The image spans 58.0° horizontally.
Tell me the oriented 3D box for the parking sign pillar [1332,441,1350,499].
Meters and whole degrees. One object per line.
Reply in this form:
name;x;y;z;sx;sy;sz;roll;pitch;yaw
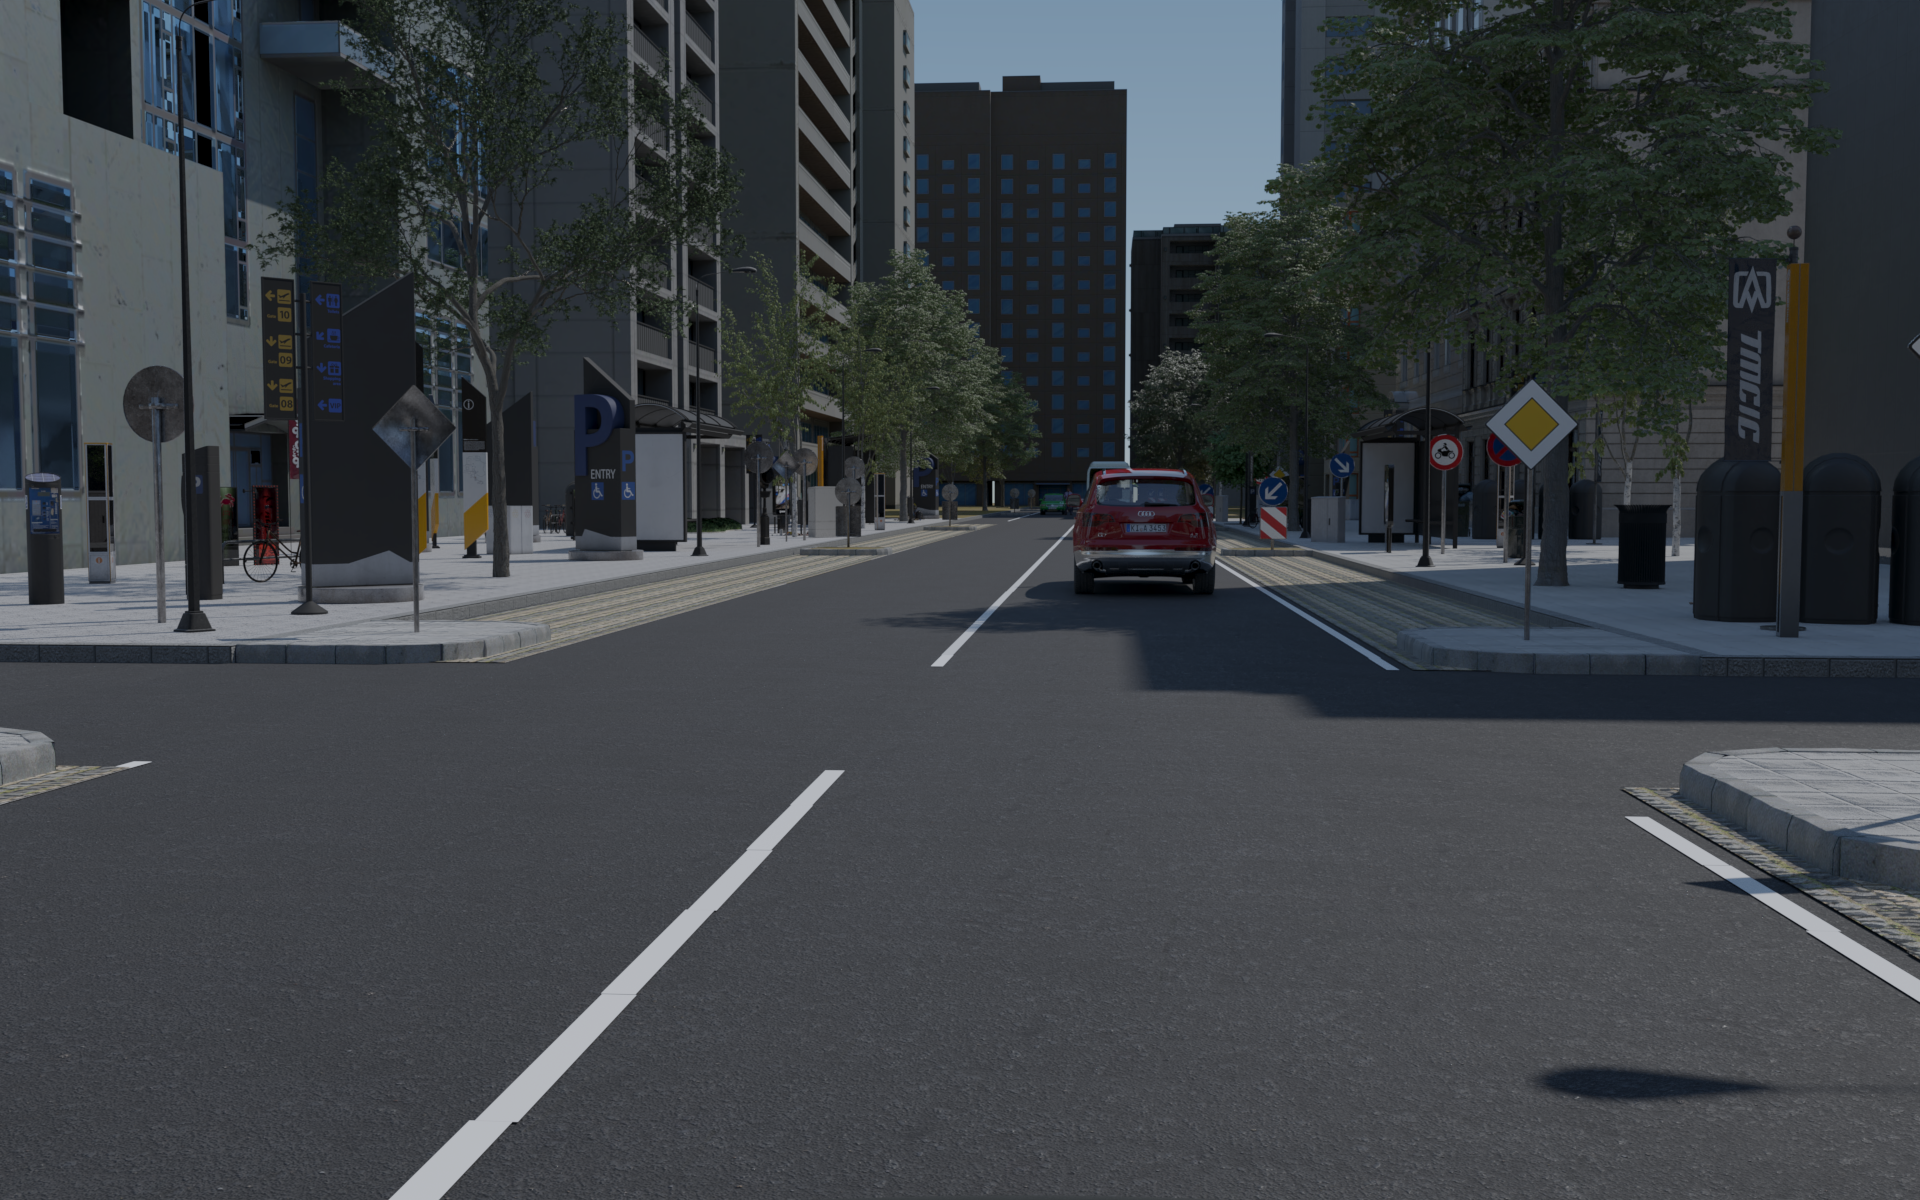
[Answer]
parking sign pillar;19.209;-6.047;87.333;1.447;3.967;1.447;2;4;34

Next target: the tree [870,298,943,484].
tree;-3.363;-6.963;64.205;4.737;8.622;4.395;0;3;0

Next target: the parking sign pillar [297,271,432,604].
parking sign pillar;-7.225;-1.977;20.789;1.447;3.967;1.447;-3;5;-39

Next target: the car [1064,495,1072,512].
car;8.347;-7.958;142.685;1.945;1.354;3.894;0;4;6

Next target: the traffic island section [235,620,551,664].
traffic island section;-5.058;0.380;16.061;2.009;0.180;2.903;0;4;5

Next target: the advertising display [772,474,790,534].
advertising display;-5.831;-3.136;56.482;0.123;1.923;0.974;2;4;23

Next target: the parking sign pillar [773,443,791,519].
parking sign pillar;-9.327;-6.131;88.709;1.447;3.967;1.447;0;4;-5

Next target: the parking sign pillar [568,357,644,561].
parking sign pillar;-6.916;-2.767;33.719;1.447;3.967;1.447;3;4;36

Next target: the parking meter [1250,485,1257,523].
parking meter;12.878;-4.329;76.487;0.399;1.863;0.255;0;4;1

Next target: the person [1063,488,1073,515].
person;7.306;-6.639;116.921;0.709;1.838;0.599;1;4;9

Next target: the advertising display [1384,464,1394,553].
advertising display;9.402;-2.004;37.982;0.123;1.923;0.974;1;4;9

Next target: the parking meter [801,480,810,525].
parking meter;-6.410;-4.051;71.946;0.255;1.863;0.399;1;4;16

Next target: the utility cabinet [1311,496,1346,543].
utility cabinet;9.776;-2.132;46.017;0.306;1.237;1.020;-2;4;-32

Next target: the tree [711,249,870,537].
tree;-5.156;-6.174;51.314;4.737;8.622;4.395;0;3;0

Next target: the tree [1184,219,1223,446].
tree;11.392;-8.630;59.223;7.486;12.596;7.792;0;3;0

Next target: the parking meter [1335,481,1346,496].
parking meter;16.701;-4.302;76.053;0.399;1.863;0.255;-2;4;-25

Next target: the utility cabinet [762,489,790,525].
utility cabinet;-7.617;-3.855;71.704;1.173;1.500;0.318;1;4;21

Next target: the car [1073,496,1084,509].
car;10.002;-8.657;153.899;2.083;1.381;4.827;0;4;6

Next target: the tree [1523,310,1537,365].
tree;15.324;-5.475;39.872;4.737;8.622;4.395;0;3;0

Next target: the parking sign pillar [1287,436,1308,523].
parking sign pillar;14.887;-5.346;75.871;1.447;3.967;1.447;0;4;-3

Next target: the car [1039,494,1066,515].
car;6.491;-6.791;119.831;1.959;1.807;4.718;0;4;6

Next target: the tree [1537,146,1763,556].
tree;14.530;-5.207;35.499;4.737;8.622;4.395;0;3;0

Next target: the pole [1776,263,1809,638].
pole;7.426;-1.321;15.449;0.158;3.312;0.155;0;3;0

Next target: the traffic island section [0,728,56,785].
traffic island section;-5.725;0.867;8.104;2.009;0.180;2.903;0;4;5

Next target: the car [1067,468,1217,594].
car;2.753;-1.081;26.352;2.281;1.827;5.304;0;4;4

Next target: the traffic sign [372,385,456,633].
traffic sign;-5.034;-0.756;15.997;0.795;2.450;0.064;0;4;5

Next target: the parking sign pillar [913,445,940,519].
parking sign pillar;-1.770;-6.165;89.272;1.447;3.967;1.447;1;4;23

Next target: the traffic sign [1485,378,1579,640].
traffic sign;4.973;-0.703;15.141;0.795;2.450;0.064;0;4;5

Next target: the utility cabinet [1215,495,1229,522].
utility cabinet;12.145;-4.234;80.383;0.306;1.237;1.020;-1;4;-10

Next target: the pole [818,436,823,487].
pole;-4.894;-4.094;60.783;0.158;3.312;0.155;0;3;0

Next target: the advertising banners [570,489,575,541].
advertising banners;-10.353;-3.191;48.368;0.090;3.025;2.074;1;4;16

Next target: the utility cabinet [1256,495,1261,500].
utility cabinet;14.852;-4.478;84.372;1.020;1.237;0.306;1;4;9

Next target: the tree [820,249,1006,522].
tree;-2.628;-9.907;80.106;7.486;12.596;7.792;0;3;0

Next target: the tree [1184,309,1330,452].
tree;13.955;-8.971;81.094;7.601;10.594;8.767;1;4;13

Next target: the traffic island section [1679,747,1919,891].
traffic island section;4.331;0.919;7.259;2.009;0.180;2.903;0;4;5

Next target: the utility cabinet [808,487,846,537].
utility cabinet;-3.969;-2.593;51.078;0.318;1.500;1.173;3;5;40

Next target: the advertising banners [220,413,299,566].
advertising banners;-12.556;-2.142;31.202;0.090;3.025;2.074;3;5;39

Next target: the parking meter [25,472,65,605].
parking meter;-10.658;-0.719;20.169;0.372;1.533;0.369;0;3;0

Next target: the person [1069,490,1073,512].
person;8.533;-7.749;135.720;0.750;1.759;0.617;-2;4;-30

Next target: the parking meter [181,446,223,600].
parking meter;-9.211;-0.938;21.039;0.399;1.863;0.255;1;4;14

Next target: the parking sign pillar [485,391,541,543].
parking sign pillar;-11.869;-3.511;45.878;1.447;3.967;1.447;1;4;10

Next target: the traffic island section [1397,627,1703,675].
traffic island section;4.997;0.432;15.216;2.009;0.180;2.903;0;4;5

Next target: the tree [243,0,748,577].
tree;-6.983;-5.649;26.779;8.767;10.594;7.601;1;4;14
